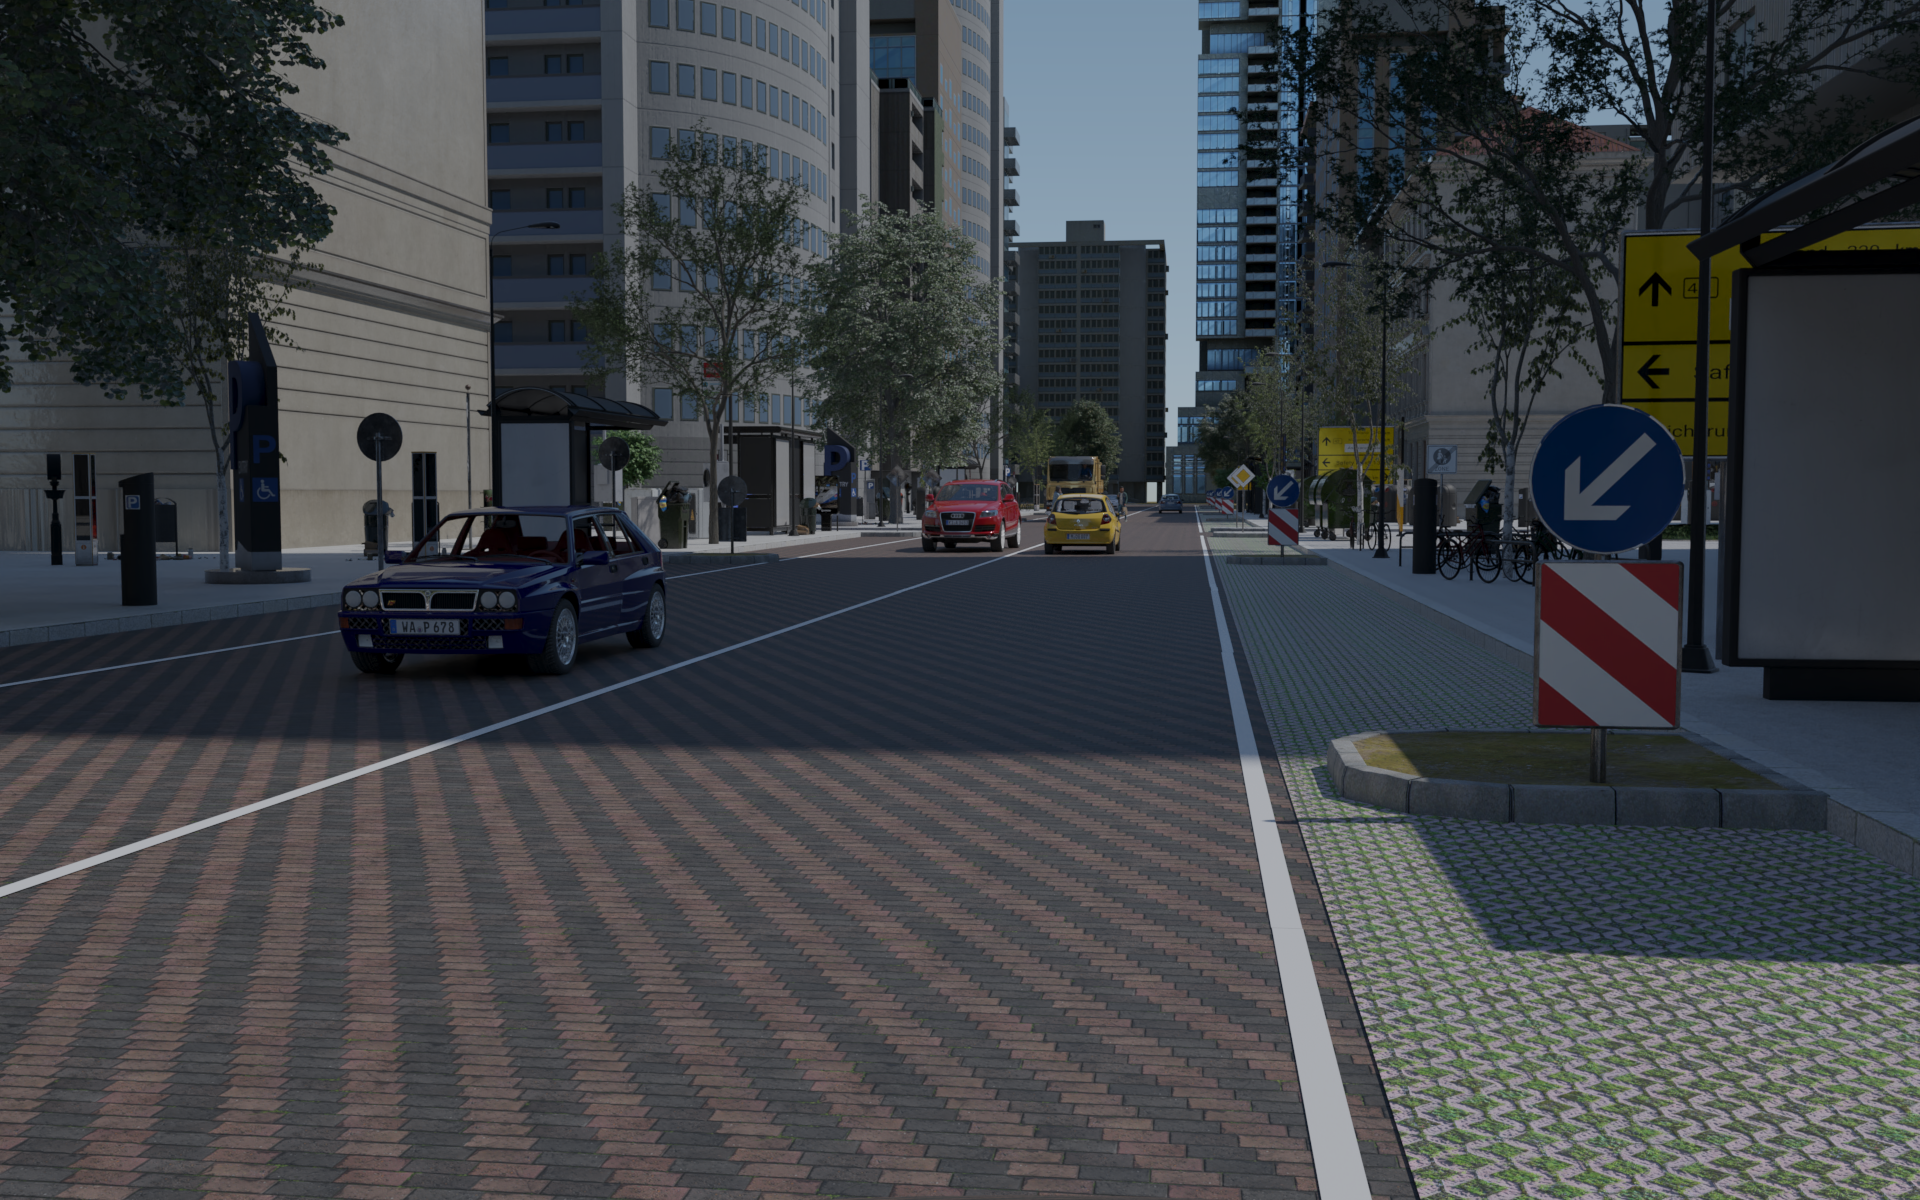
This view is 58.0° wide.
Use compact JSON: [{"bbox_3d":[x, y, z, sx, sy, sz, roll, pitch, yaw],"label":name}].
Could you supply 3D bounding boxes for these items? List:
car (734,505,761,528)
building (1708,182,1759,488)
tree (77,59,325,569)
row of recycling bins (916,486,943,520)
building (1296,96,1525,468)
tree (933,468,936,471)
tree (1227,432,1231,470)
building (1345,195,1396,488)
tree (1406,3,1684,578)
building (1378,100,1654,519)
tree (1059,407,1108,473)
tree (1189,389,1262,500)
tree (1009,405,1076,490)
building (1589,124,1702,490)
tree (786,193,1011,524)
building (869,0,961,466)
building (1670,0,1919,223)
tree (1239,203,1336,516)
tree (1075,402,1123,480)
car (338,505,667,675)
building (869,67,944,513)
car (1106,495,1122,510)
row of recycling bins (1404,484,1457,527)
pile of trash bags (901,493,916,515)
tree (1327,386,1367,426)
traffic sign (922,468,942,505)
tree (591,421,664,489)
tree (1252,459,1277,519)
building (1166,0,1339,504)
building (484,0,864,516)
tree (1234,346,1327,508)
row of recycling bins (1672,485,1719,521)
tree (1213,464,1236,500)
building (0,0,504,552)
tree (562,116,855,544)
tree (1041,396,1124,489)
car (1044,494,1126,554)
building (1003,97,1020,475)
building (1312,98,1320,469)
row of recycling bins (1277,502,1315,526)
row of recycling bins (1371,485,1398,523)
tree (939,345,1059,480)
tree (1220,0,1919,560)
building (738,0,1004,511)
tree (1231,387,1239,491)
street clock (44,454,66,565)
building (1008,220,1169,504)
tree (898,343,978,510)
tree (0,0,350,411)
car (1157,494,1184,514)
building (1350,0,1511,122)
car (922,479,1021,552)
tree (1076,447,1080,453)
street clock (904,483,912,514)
[{"bbox_3d":[-9.248,-3.429,65.655,3.694,1.707,1.945,0,4,7],"label":"car"},{"bbox_3d":[91.615,-45.846,187.837,20.611,71.187,20.563,0,4,8],"label":"building"},{"bbox_3d":[-12.674,-4.824,29.229,4.360,8.622,3.978,0,3,0],"label":"tree"},{"bbox_3d":[-1.169,-4.877,86.854,1.069,1.692,3.534,2,4,24],"label":"row of recycling bins"},{"bbox_3d":[48.610,-32.750,190.079,22.147,44.769,28.867,0,4,8],"label":"building"},{"bbox_3d":[-1.595,-7.291,113.816,1.663,3.219,1.824,0,3,0],"label":"tree"},{"bbox_3d":[18.076,-9.242,101.462,4.360,8.622,3.978,0,3,0],"label":"tree"},{"bbox_3d":[35.728,-18.586,122.942,14.314,24.678,30.058,0,4,8],"label":"building"},{"bbox_3d":[8.611,-4.646,26.324,4.360,8.622,3.978,0,3,0],"label":"tree"},{"bbox_3d":[30.456,-16.010,97.925,11.583,22.565,21.152,0,4,8],"label":"building"},{"bbox_3d":[12.447,-15.370,185.711,7.601,10.594,8.767,2,4,30],"label":"tree"},{"bbox_3d":[32.820,-18.623,211.146,9.857,13.997,8.962,0,3,0],"label":"tree"},{"bbox_3d":[5.995,-11.683,141.386,4.737,8.622,4.395,0,3,0],"label":"tree"},{"bbox_3d":[74.739,-31.234,194.265,14.086,41.232,14.154,0,4,8],"label":"building"},{"bbox_3d":[-2.675,-10.278,74.703,9.857,13.997,8.962,0,3,0],"label":"tree"},{"bbox_3d":[-7.655,-30.605,150.495,14.600,45.320,14.200,0,4,8],"label":"building"},{"bbox_3d":[28.444,-26.684,25.530,28.713,52.752,27.495,0,4,8],"label":"building"},{"bbox_3d":[9.959,-5.686,43.322,4.360,8.622,3.978,0,3,0],"label":"tree"},{"bbox_3d":[16.506,-18.066,213.507,7.486,12.596,7.792,0,3,0],"label":"tree"},{"bbox_3d":[-3.823,-0.149,15.013,1.945,1.354,3.894,0,4,7],"label":"car"},{"bbox_3d":[-9.019,-21.394,121.494,14.160,30.474,14.107,0,4,8],"label":"building"},{"bbox_3d":[13.942,-8.956,158.800,2.083,1.381,4.827,0,4,7],"label":"car"},{"bbox_3d":[18.998,-3.829,69.714,1.069,1.692,3.534,0,4,-6],"label":"row of recycling bins"},{"bbox_3d":[-2.517,-5.914,106.453,3.447,1.369,1.912,2,4,23],"label":"pile of trash bags"},{"bbox_3d":[24.370,-9.948,113.013,4.737,8.622,4.395,0,3,0],"label":"tree"},{"bbox_3d":[-1.082,-3.891,67.256,0.795,2.450,0.064,0,4,8],"label":"traffic sign"},{"bbox_3d":[-14.518,-5.584,75.012,4.285,4.588,4.351,0,3,0],"label":"tree"},{"bbox_3d":[16.299,-5.875,90.659,1.663,3.219,1.824,0,3,0],"label":"tree"},{"bbox_3d":[44.494,-56.679,239.378,31.000,86.520,22.319,0,4,8],"label":"building"},{"bbox_3d":[-17.701,-33.607,91.478,21.231,58.520,28.212,0,4,8],"label":"building"},{"bbox_3d":[15.458,-8.275,85.654,4.737,8.622,4.395,0,3,0],"label":"tree"},{"bbox_3d":[35.804,-4.663,83.350,3.534,1.692,1.069,1,4,15],"label":"row of recycling bins"},{"bbox_3d":[29.099,-12.523,188.465,4.285,4.588,4.351,0,3,0],"label":"tree"},{"bbox_3d":[-29.222,-13.050,46.659,30.059,22.955,16.112,0,4,8],"label":"building"},{"bbox_3d":[-6.479,-6.691,43.806,8.767,10.594,7.601,2,4,23],"label":"tree"},{"bbox_3d":[14.464,-17.428,201.955,9.611,12.733,9.660,0,3,0],"label":"tree"},{"bbox_3d":[3.047,-1.981,42.614,2.015,1.641,3.980,0,4,8],"label":"car"},{"bbox_3d":[-8.727,-35.519,200.347,30.456,49.044,23.786,0,4,8],"label":"building"},{"bbox_3d":[42.015,-31.707,168.520,14.600,45.320,14.200,0,4,8],"label":"building"},{"bbox_3d":[13.795,-3.816,69.499,1.069,1.692,3.534,3,5,42],"label":"row of recycling bins"},{"bbox_3d":[19.348,-4.355,78.322,1.069,1.692,3.534,-1,4,-21],"label":"row of recycling bins"},{"bbox_3d":[1.432,-10.463,105.490,8.767,10.594,7.601,0,4,2],"label":"tree"},{"bbox_3d":[7.077,-5.161,18.793,8.767,10.594,7.601,0,4,-6],"label":"tree"},{"bbox_3d":[-7.657,-38.538,172.090,21.231,58.520,28.212,0,4,8],"label":"building"},{"bbox_3d":[15.169,-7.989,80.990,4.360,8.622,3.978,0,3,0],"label":"tree"},{"bbox_3d":[-16.313,-1.630,31.227,0.358,2.002,0.471,-2,4,-28],"label":"street clock"},{"bbox_3d":[17.808,-34.054,248.655,23.993,40.220,32.217,0,4,8],"label":"building"},{"bbox_3d":[-1.379,-8.100,82.801,4.737,8.622,4.395,0,3,0],"label":"tree"},{"bbox_3d":[-10.492,-6.778,17.470,9.857,13.997,8.962,0,3,0],"label":"tree"},{"bbox_3d":[15.605,-7.121,128.424,2.014,1.417,4.499,0,4,7],"label":"car"},{"bbox_3d":[40.081,-30.817,153.973,14.600,45.320,14.200,0,4,8],"label":"building"},{"bbox_3d":[0.348,-2.200,44.648,2.281,1.827,5.304,1,4,9],"label":"car"},{"bbox_3d":[8.942,-12.921,161.620,4.737,8.622,4.395,0,3,0],"label":"tree"},{"bbox_3d":[-3.414,-6.688,113.917,0.471,2.002,0.358,-1,4,-19],"label":"street clock"}]
